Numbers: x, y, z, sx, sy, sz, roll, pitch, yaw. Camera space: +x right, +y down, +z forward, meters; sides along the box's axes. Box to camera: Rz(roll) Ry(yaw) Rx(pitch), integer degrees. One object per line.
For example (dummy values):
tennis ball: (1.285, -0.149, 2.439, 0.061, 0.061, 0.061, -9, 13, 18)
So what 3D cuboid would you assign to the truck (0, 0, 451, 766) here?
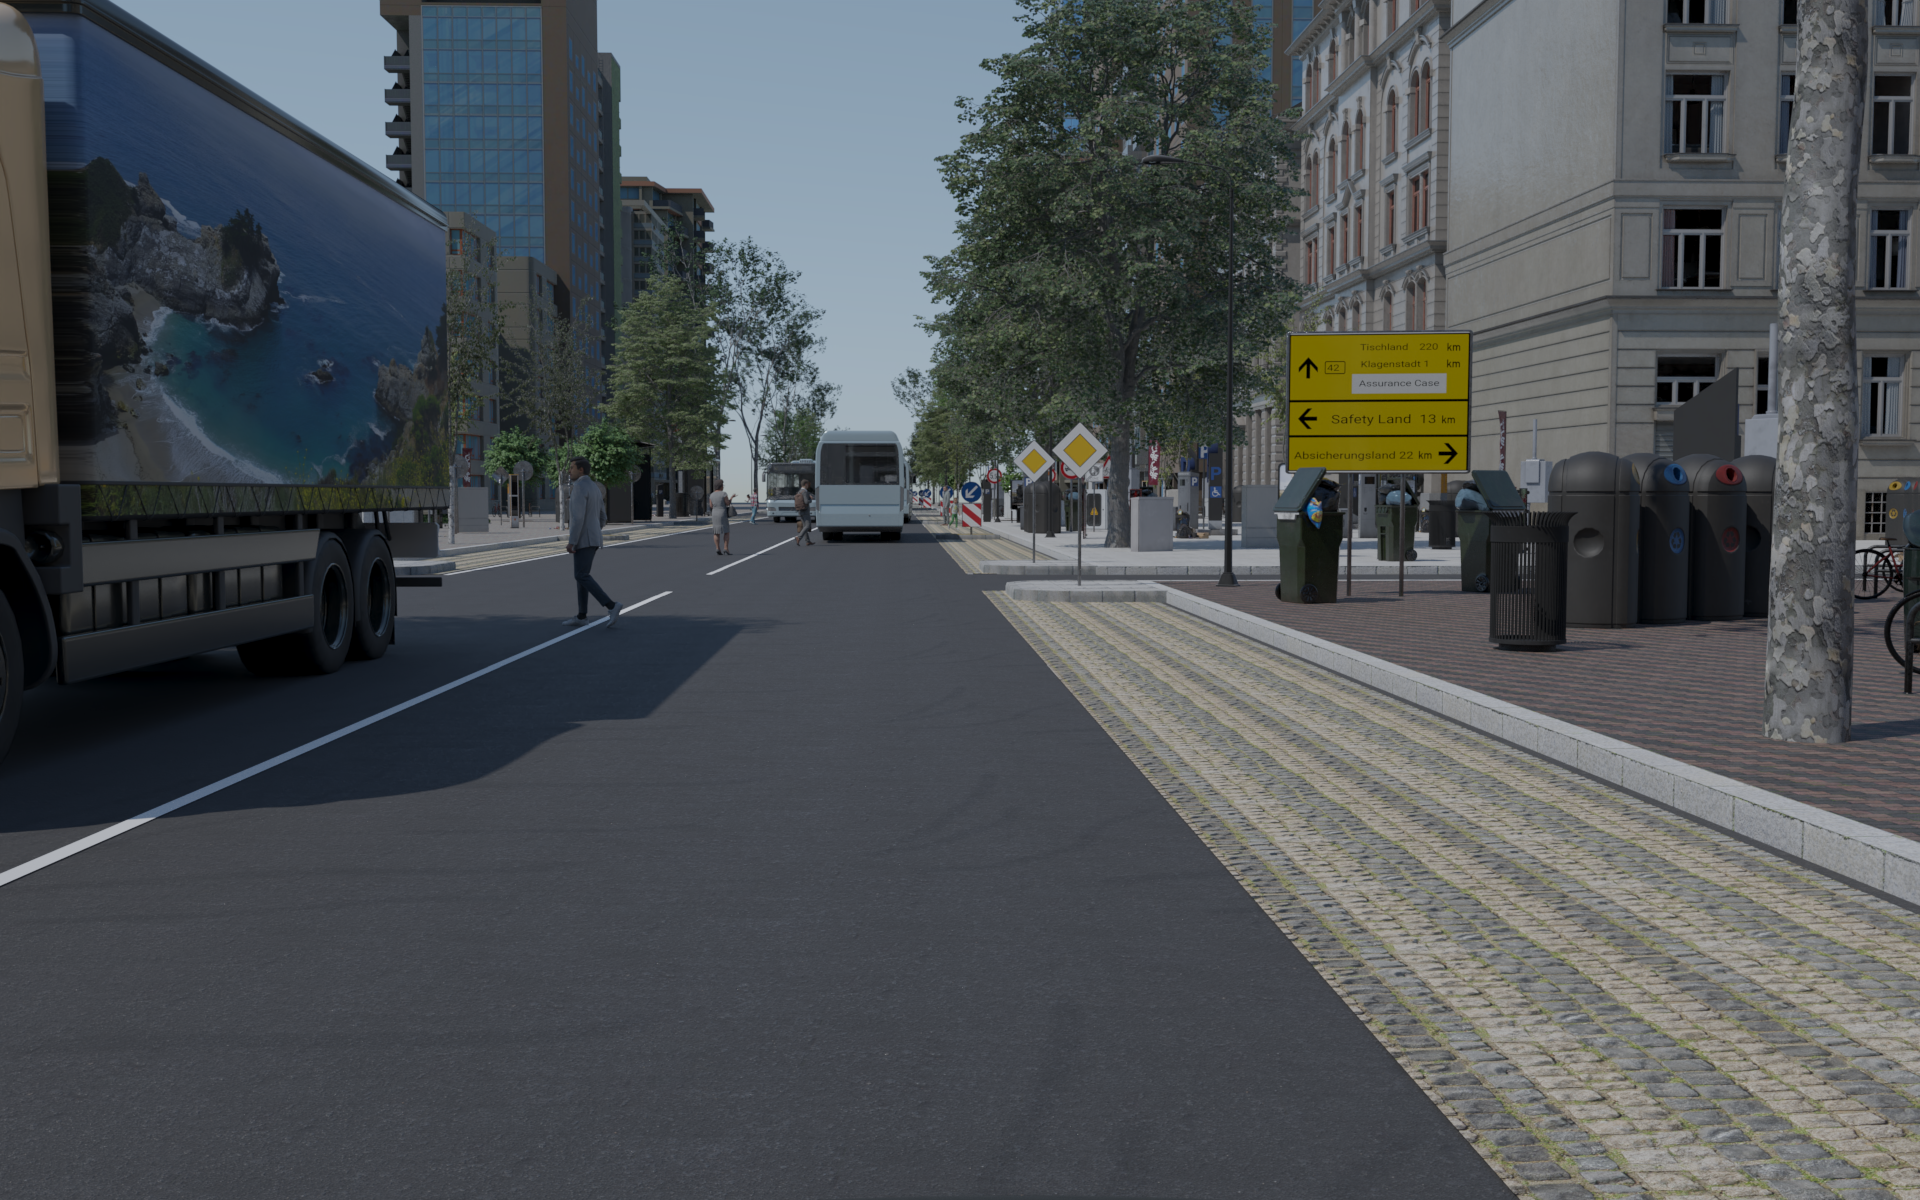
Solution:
truck: (-6.060, -1.390, 11.634, 2.839, 4.237, 11.283, 0, 4, -2)

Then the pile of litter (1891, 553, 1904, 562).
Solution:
pile of litter: (18.315, -1.159, 32.909, 1.719, 0.858, 1.176, -1, 4, -21)

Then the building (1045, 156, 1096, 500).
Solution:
building: (21.623, -34.655, 221.238, 22.147, 44.769, 28.867, 0, 4, -2)

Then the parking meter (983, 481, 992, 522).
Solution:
parking meter: (1.266, -4.499, 79.263, 0.399, 1.863, 0.255, 0, 4, 3)

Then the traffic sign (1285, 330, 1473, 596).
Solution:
traffic sign: (5.217, -1.700, 21.666, 2.265, 3.308, 0.079, 0, 4, 7)

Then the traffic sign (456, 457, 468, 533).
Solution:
traffic sign: (-16.514, -3.471, 56.851, 0.768, 2.556, 0.104, 0, 4, 1)

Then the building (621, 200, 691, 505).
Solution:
building: (-49.678, -31.969, 214.575, 32.217, 40.220, 23.993, 0, 4, -2)

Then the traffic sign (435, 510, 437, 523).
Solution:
traffic sign: (-15.436, -3.118, 50.979, 0.884, 2.594, 0.081, 0, 4, 1)

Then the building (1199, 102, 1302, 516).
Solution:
building: (20.642, -16.469, 98.147, 11.050, 23.489, 19.941, 0, 4, -2)

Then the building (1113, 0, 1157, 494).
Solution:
building: (24.371, -31.844, 140.259, 23.786, 49.044, 30.456, 0, 4, -2)

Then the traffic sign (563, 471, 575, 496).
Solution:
traffic sign: (-17.013, -4.488, 75.516, 0.606, 2.300, 0.079, 0, 4, 1)

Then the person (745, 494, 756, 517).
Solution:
person: (-13.062, -5.907, 108.269, 0.628, 1.438, 0.799, 1, 4, 10)

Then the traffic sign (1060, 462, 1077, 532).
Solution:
traffic sign: (3.775, -3.581, 58.655, 0.768, 2.556, 0.104, 0, 4, 5)

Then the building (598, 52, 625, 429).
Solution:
building: (-38.394, -28.864, 155.524, 14.154, 41.232, 14.086, 0, 4, -2)

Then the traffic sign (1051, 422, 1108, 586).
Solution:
traffic sign: (1.666, -1.254, 24.149, 0.795, 2.450, 0.064, 0, 4, -2)

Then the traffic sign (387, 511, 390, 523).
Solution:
traffic sign: (-10.465, -1.717, 31.714, 0.795, 2.450, 0.064, 0, 4, -2)

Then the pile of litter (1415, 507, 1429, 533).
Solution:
pile of litter: (15.755, -2.675, 57.695, 1.176, 0.858, 1.719, 1, 4, 17)

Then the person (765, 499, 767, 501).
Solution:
person: (-11.770, -6.137, 109.666, 1.217, 1.723, 0.721, -1, 4, -14)

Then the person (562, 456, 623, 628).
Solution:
person: (-3.974, -0.635, 18.722, 0.795, 1.843, 0.661, 1, 4, 13)

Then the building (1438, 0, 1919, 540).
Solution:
building: (31.766, -13.547, 54.778, 30.059, 22.955, 16.112, 0, 4, -2)

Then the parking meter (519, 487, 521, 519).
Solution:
parking meter: (-23.265, -5.206, 90.824, 0.399, 1.863, 0.255, -3, 4, -36)

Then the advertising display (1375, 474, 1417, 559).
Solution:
advertising display: (8.610, -1.774, 34.212, 0.974, 1.923, 0.123, -2, 4, -29)

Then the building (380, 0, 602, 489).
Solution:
building: (-37.525, -30.042, 141.305, 14.600, 45.320, 14.200, 0, 4, -2)

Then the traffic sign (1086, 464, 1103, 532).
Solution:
traffic sign: (4.522, -3.441, 58.382, 0.606, 2.300, 0.079, 0, 4, -2)

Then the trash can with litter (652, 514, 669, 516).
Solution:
trash can with litter: (-18.029, -5.494, 100.890, 2.233, 1.210, 1.678, -1, 4, -19)

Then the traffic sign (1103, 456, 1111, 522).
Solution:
traffic sign: (5.035, -3.582, 58.567, 0.884, 2.594, 0.081, 0, 4, -1)

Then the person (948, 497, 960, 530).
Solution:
person: (-0.242, -3.478, 69.606, 0.306, 1.304, 0.590, -3, 5, -44)

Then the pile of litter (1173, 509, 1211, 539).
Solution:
pile of litter: (6.689, -2.221, 50.285, 1.176, 0.858, 1.719, 0, 4, 8)

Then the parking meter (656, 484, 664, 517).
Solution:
parking meter: (-16.866, -5.599, 97.255, 0.399, 1.863, 0.255, -2, 4, -32)

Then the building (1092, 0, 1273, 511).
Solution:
building: (20.115, -31.342, 162.555, 14.600, 45.320, 14.200, 0, 4, -2)

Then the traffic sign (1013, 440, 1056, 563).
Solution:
traffic sign: (1.372, -1.742, 32.129, 0.795, 2.450, 0.064, 0, 4, -2)

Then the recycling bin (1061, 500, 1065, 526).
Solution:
recycling bin: (4.250, -3.448, 68.926, 0.722, 1.027, 0.722, -1, 4, -21)

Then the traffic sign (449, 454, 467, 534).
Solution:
traffic sign: (-16.157, -3.383, 55.421, 0.768, 2.556, 0.104, 0, 4, 0)

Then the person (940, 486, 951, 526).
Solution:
person: (-0.618, -4.251, 78.099, 0.391, 1.810, 0.635, -1, 4, -22)

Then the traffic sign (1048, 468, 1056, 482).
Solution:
traffic sign: (4.181, -5.023, 82.236, 0.768, 2.556, 0.104, 0, 4, -1)

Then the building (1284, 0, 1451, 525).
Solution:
building: (23.643, -17.675, 76.379, 14.401, 28.519, 23.554, 0, 4, -2)

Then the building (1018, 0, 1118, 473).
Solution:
building: (20.703, -57.319, 249.828, 22.319, 86.520, 31.000, 0, 4, -2)

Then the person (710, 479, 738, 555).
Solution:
person: (-5.498, -1.944, 40.641, 0.716, 1.782, 0.532, 2, 4, 27)

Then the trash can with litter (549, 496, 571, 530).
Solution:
trash can with litter: (-14.242, -3.197, 63.322, 1.678, 1.210, 2.233, -2, 4, -30)

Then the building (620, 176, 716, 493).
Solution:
building: (-45.877, -35.868, 241.060, 22.147, 44.769, 28.867, 0, 4, -2)

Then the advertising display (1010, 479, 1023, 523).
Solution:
advertising display: (2.679, -4.370, 76.661, 0.974, 1.923, 0.123, -2, 4, -26)

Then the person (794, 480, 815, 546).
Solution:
person: (-4.332, -2.414, 47.935, 0.822, 1.834, 0.622, -3, 5, -42)

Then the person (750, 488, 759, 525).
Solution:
person: (-9.670, -4.402, 81.310, 0.643, 1.720, 0.563, -2, 4, -34)

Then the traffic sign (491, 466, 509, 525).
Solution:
traffic sign: (-18.751, -4.255, 70.749, 0.795, 2.450, 0.064, 0, 4, 5)

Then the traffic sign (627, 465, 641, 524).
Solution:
traffic sign: (-14.077, -4.541, 74.350, 0.768, 2.556, 0.104, 0, 4, 1)

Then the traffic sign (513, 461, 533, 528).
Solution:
traffic sign: (-16.701, -4.045, 66.242, 0.768, 2.556, 0.104, 0, 4, 1)

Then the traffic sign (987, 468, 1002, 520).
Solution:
traffic sign: (1.687, -5.170, 84.630, 0.768, 2.556, 0.104, 0, 4, 5)

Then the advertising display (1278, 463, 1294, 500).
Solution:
advertising display: (6.950, -1.847, 35.407, 0.974, 1.923, 0.123, 3, 5, 40)

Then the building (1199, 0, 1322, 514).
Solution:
building: (21.115, -28.614, 117.952, 14.600, 45.320, 14.200, 0, 4, -2)

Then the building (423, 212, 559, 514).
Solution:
building: (-44.634, -16.829, 120.198, 27.650, 21.520, 28.899, 0, 4, -2)
